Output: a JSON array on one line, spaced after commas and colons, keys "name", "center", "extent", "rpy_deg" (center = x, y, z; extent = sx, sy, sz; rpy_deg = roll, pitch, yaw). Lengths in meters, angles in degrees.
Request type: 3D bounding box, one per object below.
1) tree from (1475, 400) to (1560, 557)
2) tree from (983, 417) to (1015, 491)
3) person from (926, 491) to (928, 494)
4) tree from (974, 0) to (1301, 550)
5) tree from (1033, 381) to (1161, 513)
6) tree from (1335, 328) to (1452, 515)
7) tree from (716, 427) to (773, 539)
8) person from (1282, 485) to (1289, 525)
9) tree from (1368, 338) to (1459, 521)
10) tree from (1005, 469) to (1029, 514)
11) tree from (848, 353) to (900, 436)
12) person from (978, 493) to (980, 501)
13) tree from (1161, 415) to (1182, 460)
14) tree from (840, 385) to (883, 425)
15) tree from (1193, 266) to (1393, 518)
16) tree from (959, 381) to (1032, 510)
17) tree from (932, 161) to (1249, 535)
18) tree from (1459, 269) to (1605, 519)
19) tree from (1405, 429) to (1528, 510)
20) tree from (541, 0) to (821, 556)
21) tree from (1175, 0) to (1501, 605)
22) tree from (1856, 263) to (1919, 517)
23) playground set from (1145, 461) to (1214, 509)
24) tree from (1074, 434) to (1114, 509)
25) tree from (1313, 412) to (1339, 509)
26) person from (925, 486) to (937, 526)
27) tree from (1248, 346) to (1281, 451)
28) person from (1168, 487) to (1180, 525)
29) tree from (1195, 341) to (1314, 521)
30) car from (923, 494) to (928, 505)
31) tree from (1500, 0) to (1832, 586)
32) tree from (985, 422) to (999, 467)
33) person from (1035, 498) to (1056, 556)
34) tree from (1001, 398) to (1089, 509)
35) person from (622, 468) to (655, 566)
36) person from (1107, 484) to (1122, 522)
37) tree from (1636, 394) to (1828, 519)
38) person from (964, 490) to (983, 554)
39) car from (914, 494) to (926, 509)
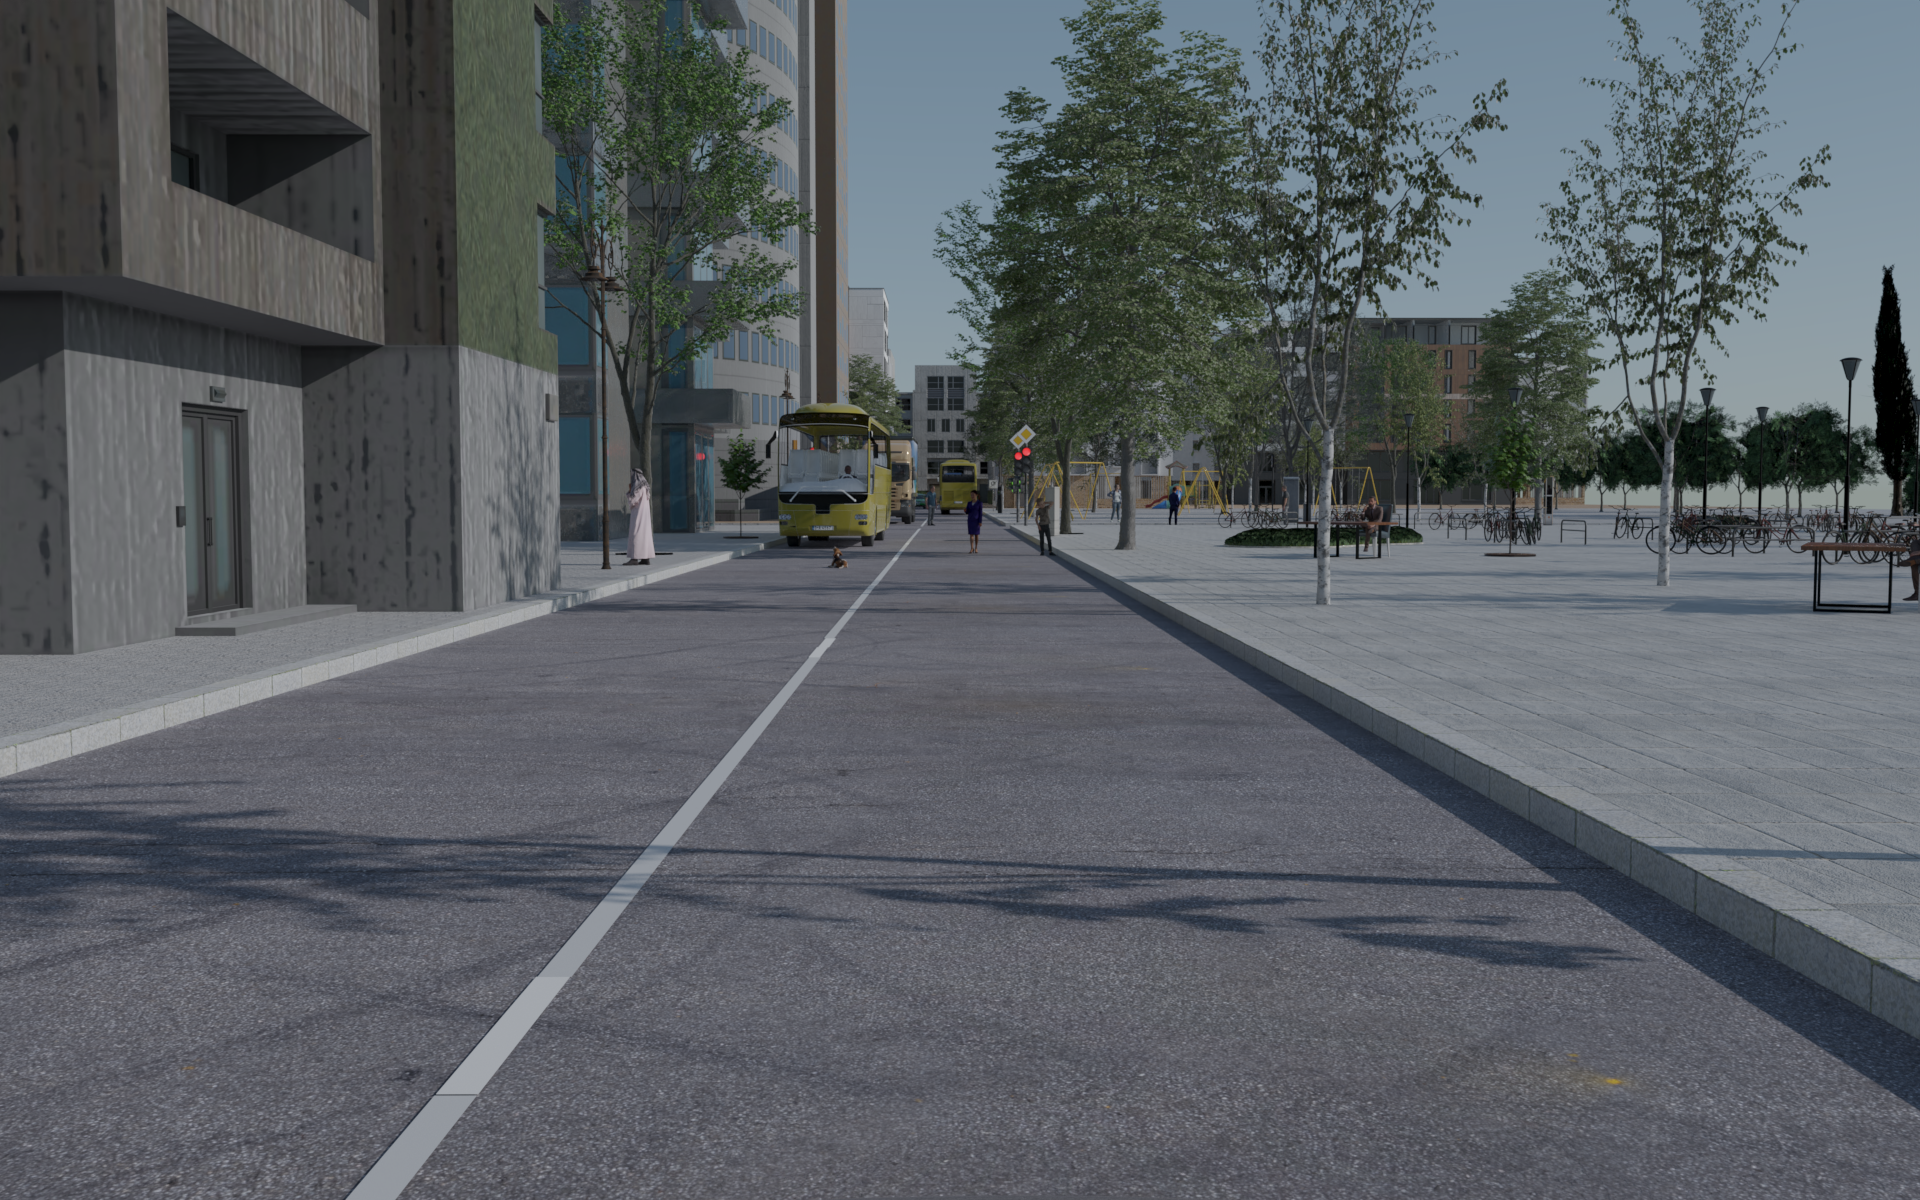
[{"name": "tree", "center": [11.503, -2.514, 35.704], "extent": [1.663, 3.219, 1.824], "rpy_deg": [0, 3, 0]}, {"name": "tree", "center": [4.012, -12.472, 154.279], "extent": [4.360, 8.622, 3.978], "rpy_deg": [0, 3, 0]}, {"name": "person", "center": [-3.616, -11.349, 194.146], "extent": [0.705, 1.812, 1.348], "rpy_deg": [0, 4, -8]}, {"name": "tree", "center": [3.985, -7.455, 40.022], "extent": [7.486, 12.596, 7.792], "rpy_deg": [0, 3, 0]}, {"name": "tree", "center": [9.556, -11.310, 119.336], "extent": [7.601, 10.594, 8.767], "rpy_deg": [1, 4, 10]}, {"name": "tree", "center": [27.117, -11.171, 108.398], "extent": [9.928, 11.665, 9.643], "rpy_deg": [0, 3, 0]}, {"name": "tree", "center": [-6.224, -3.397, 50.150], "extent": [1.663, 3.219, 1.824], "rpy_deg": [0, 3, 0]}, {"name": "person", "center": [13.945, -4.027, 74.477], "extent": [0.434, 1.807, 0.598], "rpy_deg": [2, 4, 25]}, {"name": "tree", "center": [21.329, -7.971, 80.694], "extent": [4.737, 8.622, 4.395], "rpy_deg": [0, 3, 0]}, {"name": "tree", "center": [3.893, -7.193, 112.199], "extent": [1.663, 3.219, 1.824], "rpy_deg": [0, 3, 0]}, {"name": "tree", "center": [-7.585, -13.570, 139.992], "extent": [7.486, 12.596, 7.792], "rpy_deg": [0, 3, 0]}, {"name": "person", "center": [2.346, -12.239, 209.418], "extent": [0.557, 1.426, 1.065], "rpy_deg": [2, 4, 29]}, {"name": "tree", "center": [13.707, -12.560, 139.760], "extent": [8.767, 10.594, 7.601], "rpy_deg": [0, 4, -6]}, {"name": "tree", "center": [-7.099, -10.203, 117.180], "extent": [4.737, 8.622, 4.395], "rpy_deg": [0, 3, 0]}, {"name": "tree", "center": [17.449, -11.053, 91.091], "extent": [12.009, 13.543, 11.850], "rpy_deg": [0, 3, 0]}, {"name": "tree", "center": [3.283, -12.319, 135.835], "extent": [7.601, 10.594, 8.767], "rpy_deg": [0, 4, 8]}, {"name": "tree", "center": [3.238, -7.896, 54.857], "extent": [9.928, 11.665, 9.643], "rpy_deg": [0, 3, 0]}, {"name": "tree", "center": [29.094, -10.383, 87.896], "extent": [7.486, 12.596, 7.792], "rpy_deg": [0, 3, 0]}, {"name": "tree", "center": [46.726, -10.936, 141.704], "extent": [20.602, 7.101, 11.467], "rpy_deg": [1, 4, 19]}, {"name": "tree", "center": [-6.748, -6.744, 36.013], "extent": [9.928, 11.665, 9.643], "rpy_deg": [0, 3, 0]}, {"name": "tree", "center": [4.281, -4.268, 20.137], "extent": [4.360, 8.622, 3.978], "rpy_deg": [0, 3, 0]}, {"name": "tree", "center": [56.294, -11.865, 95.810], "extent": [13.155, 14.587, 18.604], "rpy_deg": [-1, 4, -10]}, {"name": "playground set", "center": [19.081, -10.038, 150.907], "extent": [5.637, 4.214, 5.302], "rpy_deg": [0, 4, 2]}, {"name": "tree", "center": [11.681, -12.196, 149.765], "extent": [4.360, 8.622, 3.978], "rpy_deg": [0, 3, 0]}, {"name": "tree", "center": [27.666, -11.519, 138.697], "extent": [4.737, 8.622, 4.395], "rpy_deg": [0, 3, 0]}, {"name": "person", "center": [-1.288, -4.283, 78.648], "extent": [0.598, 1.807, 0.434], "rpy_deg": [-2, 4, -26]}, {"name": "tree", "center": [16.639, -11.248, 109.658], "extent": [9.928, 11.665, 9.643], "rpy_deg": [0, 3, 0]}, {"name": "person", "center": [9.184, -3.962, 73.984], "extent": [0.576, 1.737, 0.504], "rpy_deg": [2, 4, 32]}, {"name": "tree", "center": [13.367, -7.991, 81.018], "extent": [4.737, 8.622, 4.395], "rpy_deg": [0, 3, 0]}, {"name": "car", "center": [-4.240, -10.649, 186.110], "extent": [2.014, 1.417, 4.499], "rpy_deg": [0, 4, 1]}, {"name": "tree", "center": [9.933, -4.517, 24.211], "extent": [4.360, 8.622, 3.978], "rpy_deg": [0, 3, 0]}, {"name": "tree", "center": [3.814, -11.909, 145.067], "extent": [4.737, 8.622, 4.395], "rpy_deg": [0, 3, 0]}, {"name": "person", "center": [1.995, -1.710, 40.376], "extent": [0.435, 1.345, 0.340], "rpy_deg": [-1, 4, -15]}, {"name": "tree", "center": [6.453, -10.860, 127.922], "extent": [4.737, 8.622, 4.395], "rpy_deg": [0, 3, 0]}, {"name": "person", "center": [-5.812, -1.499, 31.220], "extent": [0.621, 1.740, 0.551], "rpy_deg": [-1, 4, -21]}, {"name": "person", "center": [7.135, -4.423, 79.080], "extent": [0.841, 1.734, 0.376], "rpy_deg": [-1, 4, -9]}, {"name": "tree", "center": [43.040, -8.155, 96.239], "extent": [11.467, 7.101, 20.602], "rpy_deg": [-1, 4, -18]}, {"name": "person", "center": [0.319, -1.883, 41.660], "extent": [0.453, 1.535, 0.546], "rpy_deg": [0, 4, 1]}, {"name": "car", "center": [-4.200, -9.783, 168.742], "extent": [1.959, 1.807, 4.718], "rpy_deg": [0, 4, -1]}]
